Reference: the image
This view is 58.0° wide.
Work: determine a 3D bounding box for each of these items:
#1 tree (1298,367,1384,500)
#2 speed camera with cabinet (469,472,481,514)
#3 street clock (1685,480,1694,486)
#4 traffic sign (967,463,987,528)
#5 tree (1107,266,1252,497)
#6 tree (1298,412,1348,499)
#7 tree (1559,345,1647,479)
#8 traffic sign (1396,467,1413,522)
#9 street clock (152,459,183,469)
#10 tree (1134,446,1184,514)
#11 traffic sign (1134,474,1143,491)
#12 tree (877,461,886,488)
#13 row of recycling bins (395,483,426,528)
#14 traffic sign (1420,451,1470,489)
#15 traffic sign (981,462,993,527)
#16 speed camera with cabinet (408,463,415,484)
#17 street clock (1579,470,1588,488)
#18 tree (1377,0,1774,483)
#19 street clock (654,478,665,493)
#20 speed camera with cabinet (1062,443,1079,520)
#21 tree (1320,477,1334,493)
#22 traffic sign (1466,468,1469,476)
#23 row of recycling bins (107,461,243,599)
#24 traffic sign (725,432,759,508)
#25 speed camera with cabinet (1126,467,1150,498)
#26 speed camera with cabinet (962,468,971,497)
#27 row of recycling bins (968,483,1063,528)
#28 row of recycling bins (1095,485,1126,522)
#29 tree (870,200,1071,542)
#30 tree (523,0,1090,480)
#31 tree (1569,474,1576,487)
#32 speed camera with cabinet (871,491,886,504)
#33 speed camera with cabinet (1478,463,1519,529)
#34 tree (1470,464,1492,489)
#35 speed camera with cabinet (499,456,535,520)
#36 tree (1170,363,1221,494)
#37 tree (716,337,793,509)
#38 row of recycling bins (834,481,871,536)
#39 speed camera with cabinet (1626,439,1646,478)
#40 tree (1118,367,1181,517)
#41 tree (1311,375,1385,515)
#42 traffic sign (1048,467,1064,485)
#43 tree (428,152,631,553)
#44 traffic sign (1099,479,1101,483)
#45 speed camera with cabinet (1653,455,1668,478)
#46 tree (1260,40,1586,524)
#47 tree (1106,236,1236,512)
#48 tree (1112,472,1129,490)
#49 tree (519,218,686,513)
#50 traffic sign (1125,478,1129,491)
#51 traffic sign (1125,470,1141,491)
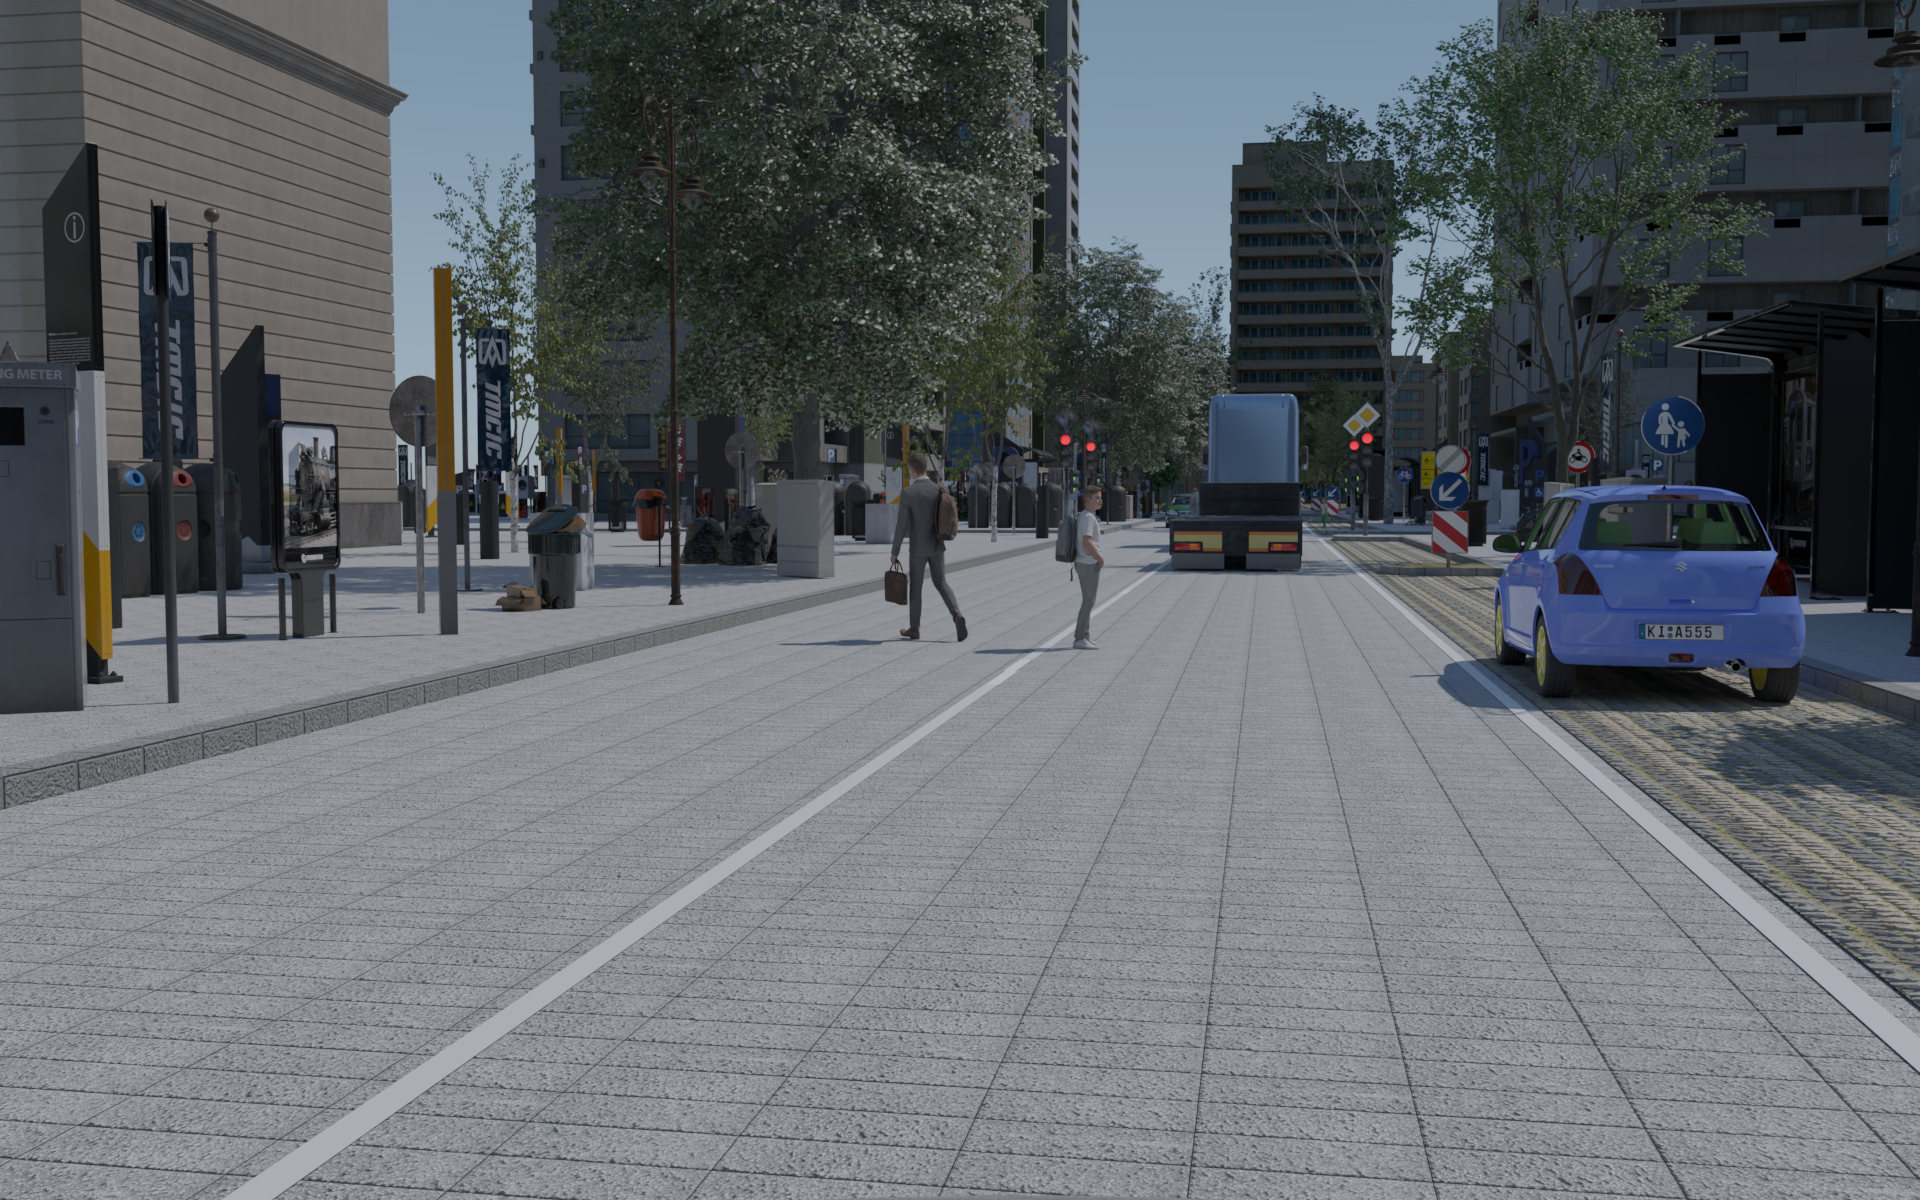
[{"bbox_3d":[27.356,-11.746,126.456,8.767,10.594,7.601,-2,4,-30],"label":"tree"},{"bbox_3d":[-30.876,-7.087,110.207,0.660,3.252,2.038,2,4,31],"label":"speed camera with cabinet"},{"bbox_3d":[37.959,-5.232,90.111,0.358,2.002,0.471,-2,4,-31],"label":"street clock"},{"bbox_3d":[0.616,-3.872,64.496,0.795,2.450,0.064,1,4,20],"label":"traffic sign"},{"bbox_3d":[19.191,-17.569,143.135,12.611,20.169,13.585,0,3,0],"label":"tree"},{"bbox_3d":[43.758,-17.880,210.468,7.486,12.596,7.792,0,3,0],"label":"tree"},{"bbox_3d":[31.585,-8.220,84.757,4.360,8.622,3.978,0,3,0],"label":"tree"},{"bbox_3d":[20.752,-4.942,80.906,0.768,2.556,0.104,1,4,16],"label":"traffic sign"},{"bbox_3d":[-13.667,-1.550,29.911,0.471,2.002,0.358,1,4,19],"label":"street clock"},{"bbox_3d":[12.990,-7.970,114.016,4.285,4.588,4.351,0,3,0],"label":"tree"},{"bbox_3d":[10.914,-6.544,107.100,0.768,2.556,0.104,1,4,14],"label":"traffic sign"},{"bbox_3d":[-3.299,-5.774,89.006,1.663,3.219,1.824,0,3,0],"label":"tree"},{"bbox_3d":[-21.643,-3.725,68.016,1.069,1.692,3.534,-1,4,-22],"label":"row of recycling bins"},{"bbox_3d":[23.047,-5.408,82.297,2.265,3.308,0.079,1,4,13],"label":"traffic sign"},{"bbox_3d":[1.125,-4.172,68.316,0.768,2.556,0.104,1,4,11],"label":"traffic sign"},{"bbox_3d":[-34.886,-7.003,108.832,0.660,3.252,2.038,2,4,32],"label":"speed camera with cabinet"},{"bbox_3d":[15.111,-2.296,42.105,0.358,2.002,0.471,1,4,15],"label":"street clock"},{"bbox_3d":[12.566,-6.725,35.715,9.928,11.665,9.643,0,3,0],"label":"tree"},{"bbox_3d":[-13.813,-4.592,79.655,0.471,2.002,0.358,1,4,23],"label":"street clock"},{"bbox_3d":[4.289,-4.483,67.635,0.660,3.252,2.038,0,4,2],"label":"speed camera with cabinet"},{"bbox_3d":[37.318,-11.082,175.791,1.663,3.219,1.824,0,3,0],"label":"tree"},{"bbox_3d":[17.741,-3.769,61.729,0.768,2.556,0.104,1,4,15],"label":"traffic sign"},{"bbox_3d":[-10.390,-0.902,21.859,1.069,1.692,3.534,1,4,11],"label":"row of recycling bins"},{"bbox_3d":[-4.469,-2.157,35.379,0.768,2.556,0.104,1,4,18],"label":"traffic sign"},{"bbox_3d":[10.925,-7.039,109.424,2.038,3.252,0.660,1,4,14],"label":"speed camera with cabinet"},{"bbox_3d":[0.417,-8.333,130.587,0.660,3.252,2.038,3,5,45],"label":"speed camera with cabinet"},{"bbox_3d":[2.059,-3.573,65.528,3.534,1.692,1.069,0,4,1],"label":"row of recycling bins"},{"bbox_3d":[7.203,-4.541,81.360,1.069,1.692,3.534,0,4,-3],"label":"row of recycling bins"},{"bbox_3d":[-0.322,-5.364,38.068,4.737,8.622,4.395,0,3,0],"label":"tree"},{"bbox_3d":[-2.503,-7.451,28.476,9.857,13.997,8.962,0,3,0],"label":"tree"},{"bbox_3d":[31.087,-5.826,89.859,1.663,3.219,1.824,0,3,0],"label":"tree"},{"bbox_3d":[-3.409,-5.585,85.656,2.038,3.252,0.660,0,4,1],"label":"speed camera with cabinet"},{"bbox_3d":[20.141,-4.260,63.988,0.660,3.252,2.038,-2,4,-31],"label":"speed camera with cabinet"},{"bbox_3d":[29.802,-6.320,97.929,1.663,3.219,1.824,0,3,0],"label":"tree"},{"bbox_3d":[-22.169,-5.626,86.315,2.038,3.252,0.660,2,4,27],"label":"speed camera with cabinet"},{"bbox_3d":[20.727,-15.108,157.383,12.009,13.543,11.850,0,3,0],"label":"tree"},{"bbox_3d":[-8.856,-7.676,75.861,4.737,8.622,4.395,0,3,0],"label":"tree"},{"bbox_3d":[-4.269,-2.890,54.359,3.534,1.692,1.069,2,4,34],"label":"row of recycling bins"},{"bbox_3d":[23.802,-4.194,62.912,2.038,3.252,0.660,1,4,22],"label":"speed camera with cabinet"},{"bbox_3d":[10.344,-9.018,97.806,4.360,8.622,3.978,0,3,0],"label":"tree"},{"bbox_3d":[23.632,-9.485,105.446,4.737,8.622,4.395,0,3,0],"label":"tree"},{"bbox_3d":[3.666,-3.922,66.257,0.606,2.300,0.079,1,4,16],"label":"traffic sign"},{"bbox_3d":[-9.596,-5.336,37.610,4.737,8.622,4.395,0,3,0],"label":"tree"},{"bbox_3d":[9.099,-6.803,111.328,0.768,2.556,0.104,1,4,15],"label":"traffic sign"},{"bbox_3d":[32.220,-5.290,80.825,0.660,3.252,2.038,-2,4,-25],"label":"speed camera with cabinet"},{"bbox_3d":[19.342,-13.239,72.339,12.611,20.169,13.585,0,3,0],"label":"tree"},{"bbox_3d":[7.454,-10.941,85.543,9.857,13.997,8.962,0,3,0],"label":"tree"},{"bbox_3d":[12.302,-8.565,134.645,1.663,3.219,1.824,0,3,0],"label":"tree"},{"bbox_3d":[-9.849,-5.908,46.954,4.360,8.622,3.978,0,3,0],"label":"tree"},{"bbox_3d":[13.189,-8.316,136.072,0.768,2.556,0.104,1,4,19],"label":"traffic sign"},{"bbox_3d":[9.399,-5.749,94.005,0.884,2.594,0.081,1,4,12],"label":"traffic sign"}]
